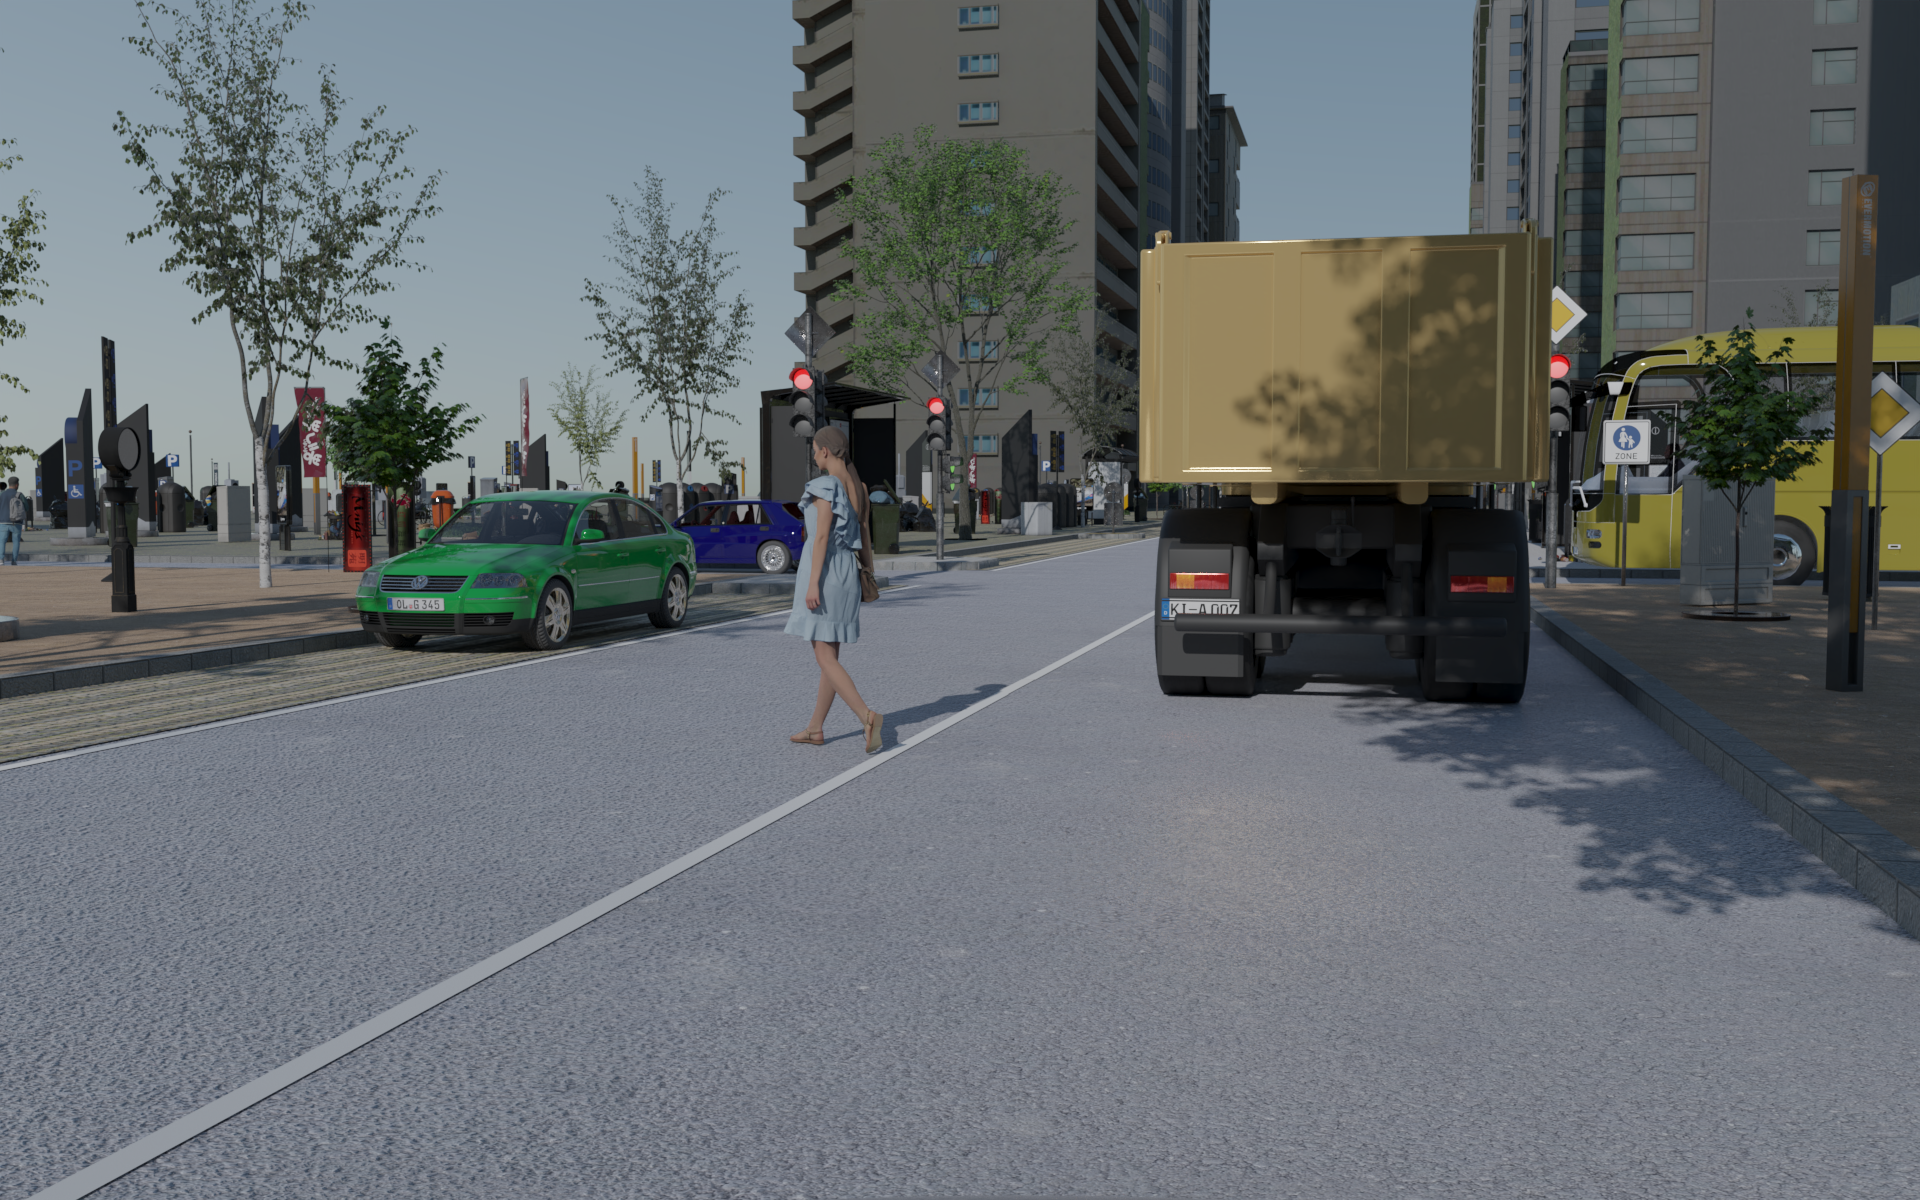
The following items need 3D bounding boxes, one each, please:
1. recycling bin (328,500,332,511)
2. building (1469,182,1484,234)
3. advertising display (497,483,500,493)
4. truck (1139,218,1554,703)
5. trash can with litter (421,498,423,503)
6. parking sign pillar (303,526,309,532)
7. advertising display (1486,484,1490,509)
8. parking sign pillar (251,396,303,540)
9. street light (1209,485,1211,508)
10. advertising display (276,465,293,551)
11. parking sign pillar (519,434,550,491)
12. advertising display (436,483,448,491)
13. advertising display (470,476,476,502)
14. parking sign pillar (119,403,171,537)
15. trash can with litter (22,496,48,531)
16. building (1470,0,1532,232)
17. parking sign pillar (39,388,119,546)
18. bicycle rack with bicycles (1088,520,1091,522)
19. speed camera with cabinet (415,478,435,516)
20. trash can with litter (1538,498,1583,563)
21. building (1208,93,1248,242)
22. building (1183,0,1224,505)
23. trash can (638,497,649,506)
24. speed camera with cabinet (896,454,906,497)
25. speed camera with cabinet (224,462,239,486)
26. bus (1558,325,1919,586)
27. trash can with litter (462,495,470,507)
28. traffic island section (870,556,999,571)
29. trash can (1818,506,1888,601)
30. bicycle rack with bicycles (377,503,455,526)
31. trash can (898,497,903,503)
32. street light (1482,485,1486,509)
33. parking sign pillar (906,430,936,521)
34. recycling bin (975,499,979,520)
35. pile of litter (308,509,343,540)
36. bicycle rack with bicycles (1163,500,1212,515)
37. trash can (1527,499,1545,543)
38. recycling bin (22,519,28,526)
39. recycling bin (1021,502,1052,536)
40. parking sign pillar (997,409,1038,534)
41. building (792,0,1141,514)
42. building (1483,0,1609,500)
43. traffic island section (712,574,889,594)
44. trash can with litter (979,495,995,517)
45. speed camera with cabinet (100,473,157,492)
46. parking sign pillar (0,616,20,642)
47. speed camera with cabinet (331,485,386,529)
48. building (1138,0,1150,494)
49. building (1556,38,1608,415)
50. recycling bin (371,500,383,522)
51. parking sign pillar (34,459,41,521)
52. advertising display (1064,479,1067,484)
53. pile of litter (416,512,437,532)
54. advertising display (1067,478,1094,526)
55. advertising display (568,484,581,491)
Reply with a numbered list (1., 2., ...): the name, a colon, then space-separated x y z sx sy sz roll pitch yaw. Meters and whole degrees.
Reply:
1. recycling bin: -26.229 -3.668 72.521 0.722 1.027 0.722 0 4 7
2. building: 73.711 -33.256 227.337 14.154 41.232 14.086 1 4 14
3. advertising display: -27.282 -5.918 101.977 0.123 1.923 0.974 0 4 5
4. truck: 3.473 -1.206 15.644 3.469 3.379 9.791 1 4 13
5. trash can with litter: -35.493 -6.255 113.321 2.233 1.210 1.678 -3 4 -38
6. parking sign pillar: -22.856 -4.288 58.585 1.447 3.967 1.447 1 4 14
7. advertising display: 14.719 -2.628 48.182 0.123 1.923 0.974 1 4 12
8. parking sign pillar: -19.431 -3.671 48.494 1.447 3.967 1.447 -2 4 -33
9. street light: 15.703 -8.320 108.827 0.468 5.910 1.993 1 4 14
10. advertising display: -15.337 -2.086 39.313 0.123 1.923 0.974 -2 4 -34
11. parking sign pillar: -19.088 -5.460 77.735 1.447 3.967 1.447 1 4 16
12. advertising display: -30.131 -5.843 100.752 0.123 1.923 0.974 1 4 19
13. advertising display: -17.064 -3.394 60.698 0.123 1.923 0.974 -1 4 -12
14. parking sign pillar: -24.801 -3.872 51.785 1.447 3.967 1.447 0 4 4
15. trash can with litter: -32.532 -2.994 60.003 1.678 1.210 2.233 0 4 -7
16. building: 80.423 -49.258 243.612 20.563 71.187 20.611 1 4 14
17. parking sign pillar: -22.138 -3.370 43.572 1.447 3.967 1.447 -1 4 -17
18. bicycle rack with bicycles: 4.700 -4.012 78.981 2.925 0.926 2.852 -1 4 -17
19. speed camera with cabinet: -29.591 -6.215 95.949 0.660 3.252 2.038 1 4 17
20. trash can with litter: 11.984 -1.358 33.258 1.678 1.210 2.233 3 4 39
21. building: 23.487 -39.500 235.055 28.713 52.752 27.495 1 4 14
22. building: 21.690 -47.216 210.230 20.563 71.187 20.611 1 4 14
23. trash can: -13.169 -3.699 72.140 0.748 1.137 0.748 0 3 0
24. speed camera with cabinet: -2.630 -5.562 85.275 0.660 3.252 2.038 3 5 43
25. speed camera with cabinet: -45.530 -6.895 107.073 0.660 3.252 2.038 1 4 20
26. bus: 15.248 -2.074 25.460 12.252 3.916 2.896 1 4 12
27. trash can with litter: -24.732 -4.722 88.266 2.233 1.210 1.678 0 4 -6
28. traffic island section: -0.408 -0.707 33.836 2.009 0.180 2.903 1 4 14
29. trash can: 10.738 -0.563 20.858 0.748 1.137 0.748 0 3 0
30. bicycle rack with bicycles: -21.965 -3.523 70.976 2.925 0.926 2.852 2 4 25
31. trash can: -2.709 -4.155 79.586 0.748 1.137 0.748 0 3 0
32. street light: 14.099 -4.505 46.449 0.468 5.910 1.993 1 4 14
33. parking sign pillar: -1.731 -5.209 73.636 1.447 3.967 1.447 -3 5 -41
34. recycling bin: 0.475 -4.529 86.607 0.722 1.027 0.722 -2 4 -27
35. pile of litter: -17.383 -2.111 48.479 1.719 0.858 1.176 2 4 25
36. bicycle rack with bicycles: 13.602 -5.651 105.774 2.925 0.926 2.852 3 5 40
37. trash can: 15.229 -2.064 45.399 0.748 1.137 0.748 0 3 0
38. recycling bin: -37.588 -3.448 68.926 0.722 1.027 0.722 -1 4 -12
39. recycling bin: 2.383 -2.524 53.824 0.722 1.027 0.722 -3 5 -43
40. parking sign pillar: 1.924 -4.118 55.797 1.447 3.967 1.447 -3 5 -41
41. building: 0.581 -30.430 121.226 21.300 48.544 21.600 1 4 14
42. building: 72.719 -40.544 204.888 21.231 58.520 28.212 1 4 14
43. traffic island section: -2.281 -0.232 26.073 2.009 0.180 2.903 1 4 14
44. trash can with litter: 2.519 -5.516 101.243 2.233 1.210 1.678 3 5 41
45. speed camera with cabinet: -36.383 -4.975 75.676 2.038 3.252 0.660 -1 4 -14
46. parking sign pillar: -9.010 -1.620 14.963 1.447 3.967 1.447 -2 4 -25
47. speed camera with cabinet: -21.849 -4.211 63.179 2.038 3.252 0.660 -1 4 -21
48. building: 7.256 -27.878 139.407 14.154 41.232 14.086 1 4 14
49. building: 45.913 -20.844 112.498 14.160 30.474 14.107 1 4 14
50. recycling bin: -27.274 -4.146 80.337 0.722 1.027 0.722 3 5 43
51. parking sign pillar: -43.295 -5.745 82.402 1.447 3.967 1.447 1 4 21
52. advertising display: 4.654 -4.323 75.900 0.123 1.923 0.974 0 4 -3
53. pile of litter: -18.133 -2.779 59.398 1.176 0.858 1.719 2 4 24
54. advertising display: 4.947 -3.982 70.324 0.974 1.923 0.123 1 4 13
55. advertising display: -24.741 -6.502 111.525 0.974 1.923 0.123 0 4 -2
